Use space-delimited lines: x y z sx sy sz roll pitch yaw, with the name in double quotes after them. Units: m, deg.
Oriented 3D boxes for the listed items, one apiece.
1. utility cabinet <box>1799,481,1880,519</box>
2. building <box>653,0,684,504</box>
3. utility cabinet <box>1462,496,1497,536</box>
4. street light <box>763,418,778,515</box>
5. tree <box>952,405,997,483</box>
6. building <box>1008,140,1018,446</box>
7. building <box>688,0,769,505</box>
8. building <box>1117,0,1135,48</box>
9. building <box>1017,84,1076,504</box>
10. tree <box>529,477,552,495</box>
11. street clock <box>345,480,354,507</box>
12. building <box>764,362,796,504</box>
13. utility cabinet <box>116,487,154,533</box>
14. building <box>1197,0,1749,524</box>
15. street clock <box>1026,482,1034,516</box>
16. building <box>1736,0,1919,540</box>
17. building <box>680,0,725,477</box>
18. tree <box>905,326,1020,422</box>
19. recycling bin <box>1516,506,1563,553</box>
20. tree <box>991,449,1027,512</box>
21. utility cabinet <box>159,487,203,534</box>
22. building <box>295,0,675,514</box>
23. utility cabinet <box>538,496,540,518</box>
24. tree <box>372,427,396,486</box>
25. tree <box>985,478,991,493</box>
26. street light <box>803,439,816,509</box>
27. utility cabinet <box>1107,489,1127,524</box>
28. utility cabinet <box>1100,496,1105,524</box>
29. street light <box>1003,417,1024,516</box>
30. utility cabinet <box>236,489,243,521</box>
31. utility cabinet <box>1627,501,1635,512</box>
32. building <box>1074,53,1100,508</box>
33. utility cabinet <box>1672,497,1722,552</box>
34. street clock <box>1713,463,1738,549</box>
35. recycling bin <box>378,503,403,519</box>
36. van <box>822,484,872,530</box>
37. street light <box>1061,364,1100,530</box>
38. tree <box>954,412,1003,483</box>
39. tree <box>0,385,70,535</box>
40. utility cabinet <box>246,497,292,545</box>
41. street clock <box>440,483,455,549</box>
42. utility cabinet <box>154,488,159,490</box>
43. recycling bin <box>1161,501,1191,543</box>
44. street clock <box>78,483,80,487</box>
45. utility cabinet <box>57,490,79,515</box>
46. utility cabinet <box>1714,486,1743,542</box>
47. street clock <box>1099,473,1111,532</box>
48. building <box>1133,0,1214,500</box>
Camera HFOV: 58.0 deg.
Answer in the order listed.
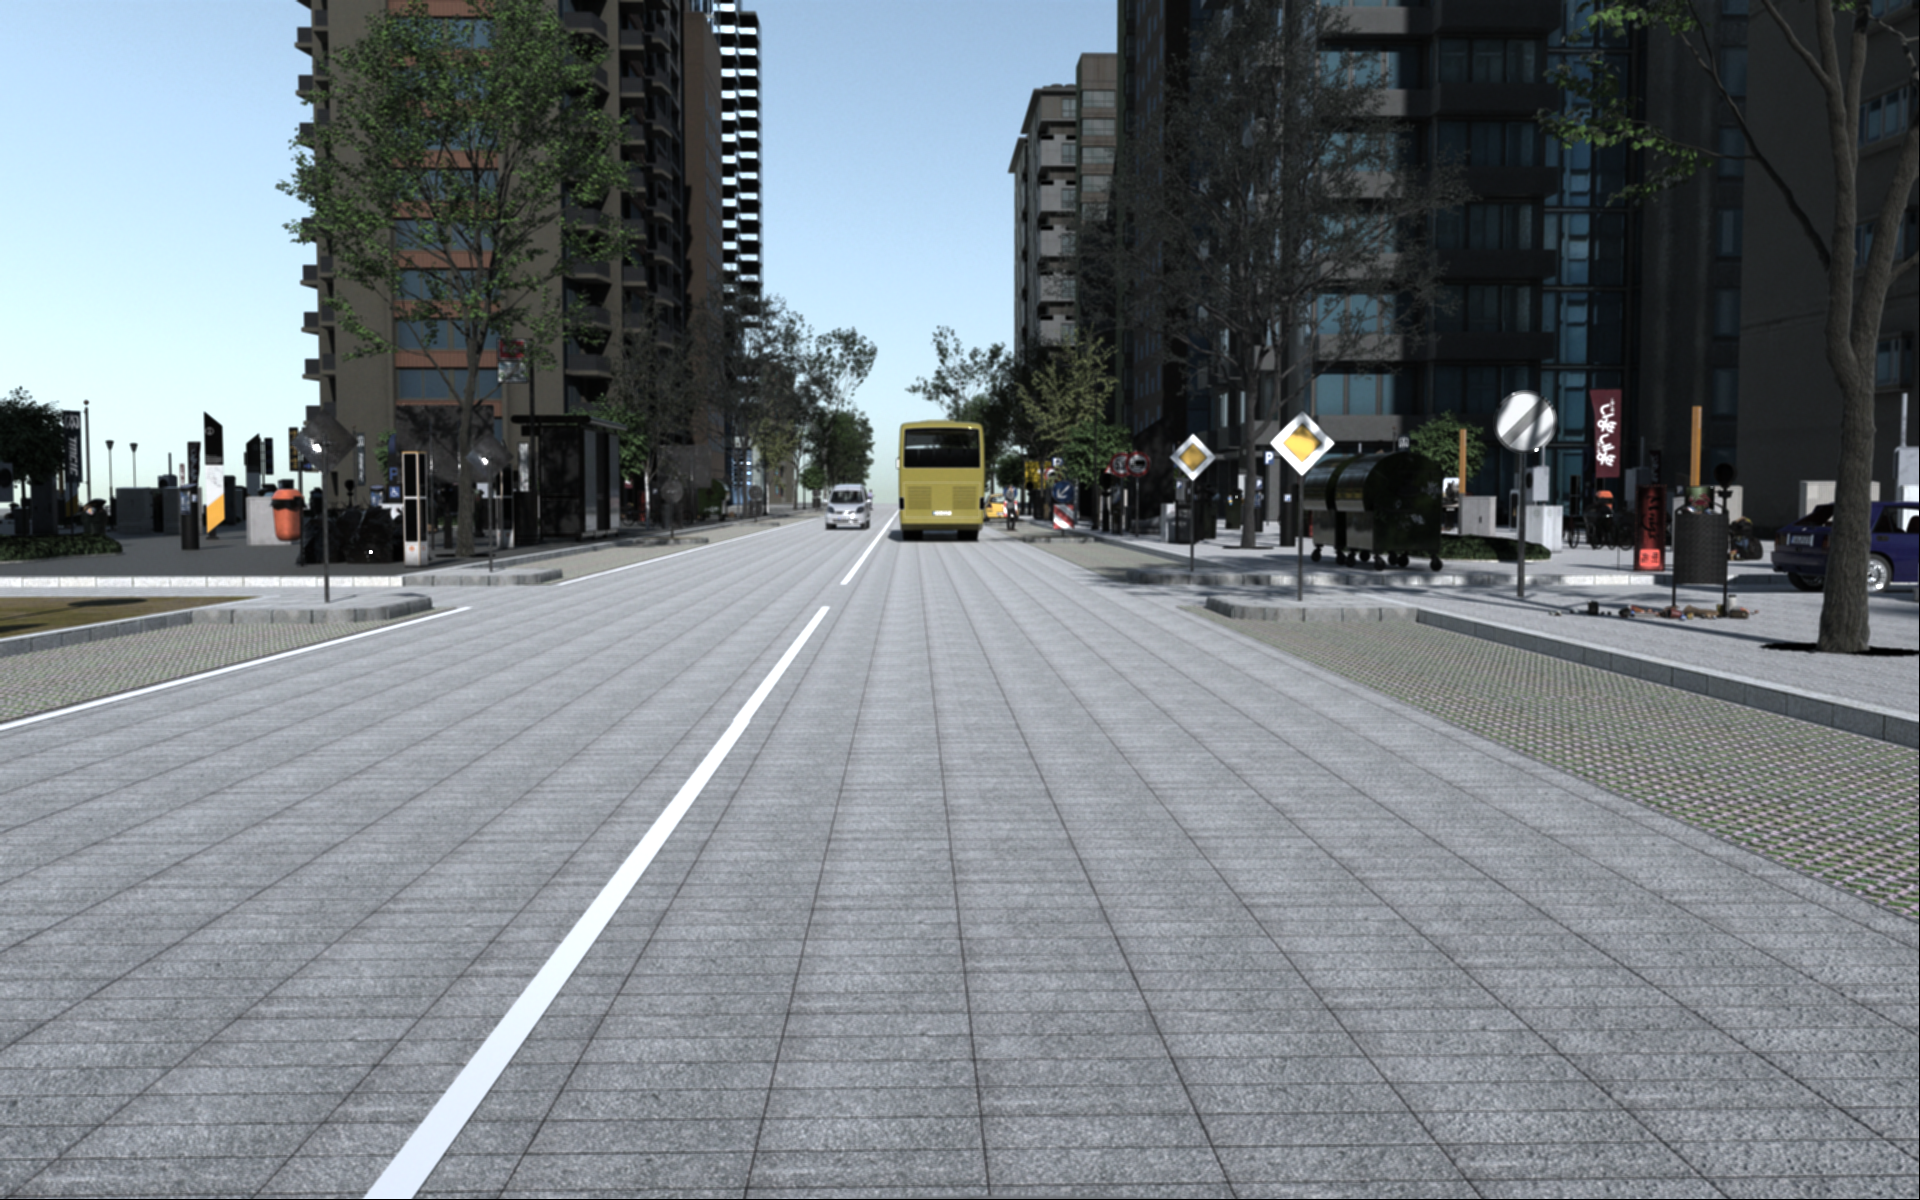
14.643 -1.235 28.866 1.173 1.500 0.318 0 4 3 "utility cabinet"
-31.371 -42.977 140.933 20.563 71.187 20.611 0 4 -2 "building"
14.917 -2.365 49.825 0.306 1.237 1.020 -2 4 -33 "utility cabinet"
-11.281 -8.096 104.907 1.470 5.913 1.316 0 4 -2 "street light"
1.570 -18.179 215.361 7.486 12.596 7.792 0 3 0 "tree"
21.981 -40.388 249.579 28.713 52.752 27.495 0 4 -2 "building"
-34.023 -54.758 207.971 22.319 86.520 31.000 0 4 -2 "building"
18.188 -27.073 126.231 14.154 41.232 14.086 0 4 -2 "building"
22.882 -38.652 221.196 28.713 52.752 27.495 0 4 -2 "building"
-18.546 -5.131 78.492 1.663 3.219 1.824 0 3 0 "tree"
-30.864 -5.083 87.679 0.358 2.002 0.471 2 4 32 "street clock"
-37.559 -24.156 239.986 27.650 21.520 28.899 0 4 -2 "building"
-27.109 -2.942 56.786 1.173 1.500 0.318 1 4 21 "utility cabinet"
24.584 -28.646 87.968 23.786 49.044 30.456 0 4 -2 "building"
4.157 -6.036 103.254 0.471 2.002 0.358 0 4 7 "street clock"
33.325 -25.784 45.267 21.600 48.544 21.300 0 4 -2 "building"
-29.458 -31.138 159.209 14.600 45.320 14.200 0 4 -2 "building"
-0.271 -20.840 196.618 12.611 20.169 13.585 0 3 0 "tree"
12.665 -1.547 37.856 0.722 1.027 0.722 -3 4 -38 "recycling bin"
3.828 -8.686 125.721 4.285 4.588 4.351 0 3 0 "tree"
-24.419 -2.796 54.392 1.173 1.500 0.318 1 4 11 "utility cabinet"
-31.470 -28.261 116.687 22.147 44.769 28.867 0 4 -2 "building"
-18.280 -3.891 74.783 1.020 1.237 0.306 -2 4 -29 "utility cabinet"
-23.251 -5.495 73.565 4.285 4.588 4.351 0 3 0 "tree"
2.416 -11.149 176.892 1.663 3.219 1.824 0 3 0 "tree"
-12.584 -10.600 145.849 1.470 5.913 1.316 0 4 -2 "street light"
6.665 -3.988 73.889 0.318 1.500 1.173 -2 4 -34 "utility cabinet"
6.153 -3.931 75.429 0.306 1.237 1.020 0 4 5 "utility cabinet"
3.148 -8.009 103.480 1.470 5.913 1.316 0 4 -2 "street light"
-33.664 -4.346 79.734 1.173 1.500 0.318 -1 4 -20 "utility cabinet"
26.211 -3.434 67.311 0.306 1.237 1.020 0 4 4 "utility cabinet"
17.801 -29.422 164.636 14.154 41.232 14.086 0 4 -2 "building"
16.127 -1.638 37.937 0.306 1.237 1.020 -2 4 -32 "utility cabinet"
17.791 -2.185 40.294 0.358 2.002 0.471 -3 5 -44 "street clock"
-15.033 -2.058 46.206 0.722 1.027 0.722 0 4 4 "recycling bin"
-4.573 -3.901 70.790 2.013 2.044 4.112 0 4 0 "van"
4.319 -5.479 62.121 1.470 5.913 1.316 0 4 -2 "street light"
1.006 -19.164 230.339 9.611 12.733 9.660 0 3 0 "tree"
-28.450 -4.198 52.352 4.285 4.588 4.351 0 3 0 "tree"
-17.469 -1.994 43.769 1.020 1.237 0.306 -2 4 -35 "utility cabinet"
-11.975 -2.196 40.480 0.358 2.002 0.471 -1 4 -18 "street clock"
-29.233 -3.297 62.584 0.318 1.500 1.173 3 4 36 "utility cabinet"
5.694 -2.014 45.478 0.722 1.027 0.722 0 4 -7 "recycling bin"
-44.694 -5.068 87.433 0.471 2.002 0.358 -2 4 -29 "street clock"
-44.497 -4.734 86.077 0.318 1.500 1.173 3 5 43 "utility cabinet"
20.215 -2.297 46.227 1.173 1.500 0.318 3 5 41 "utility cabinet"
4.957 -3.315 58.767 0.471 2.002 0.358 -2 4 -29 "street clock"
19.032 -28.234 111.731 14.600 45.320 14.200 0 4 -2 "building"
